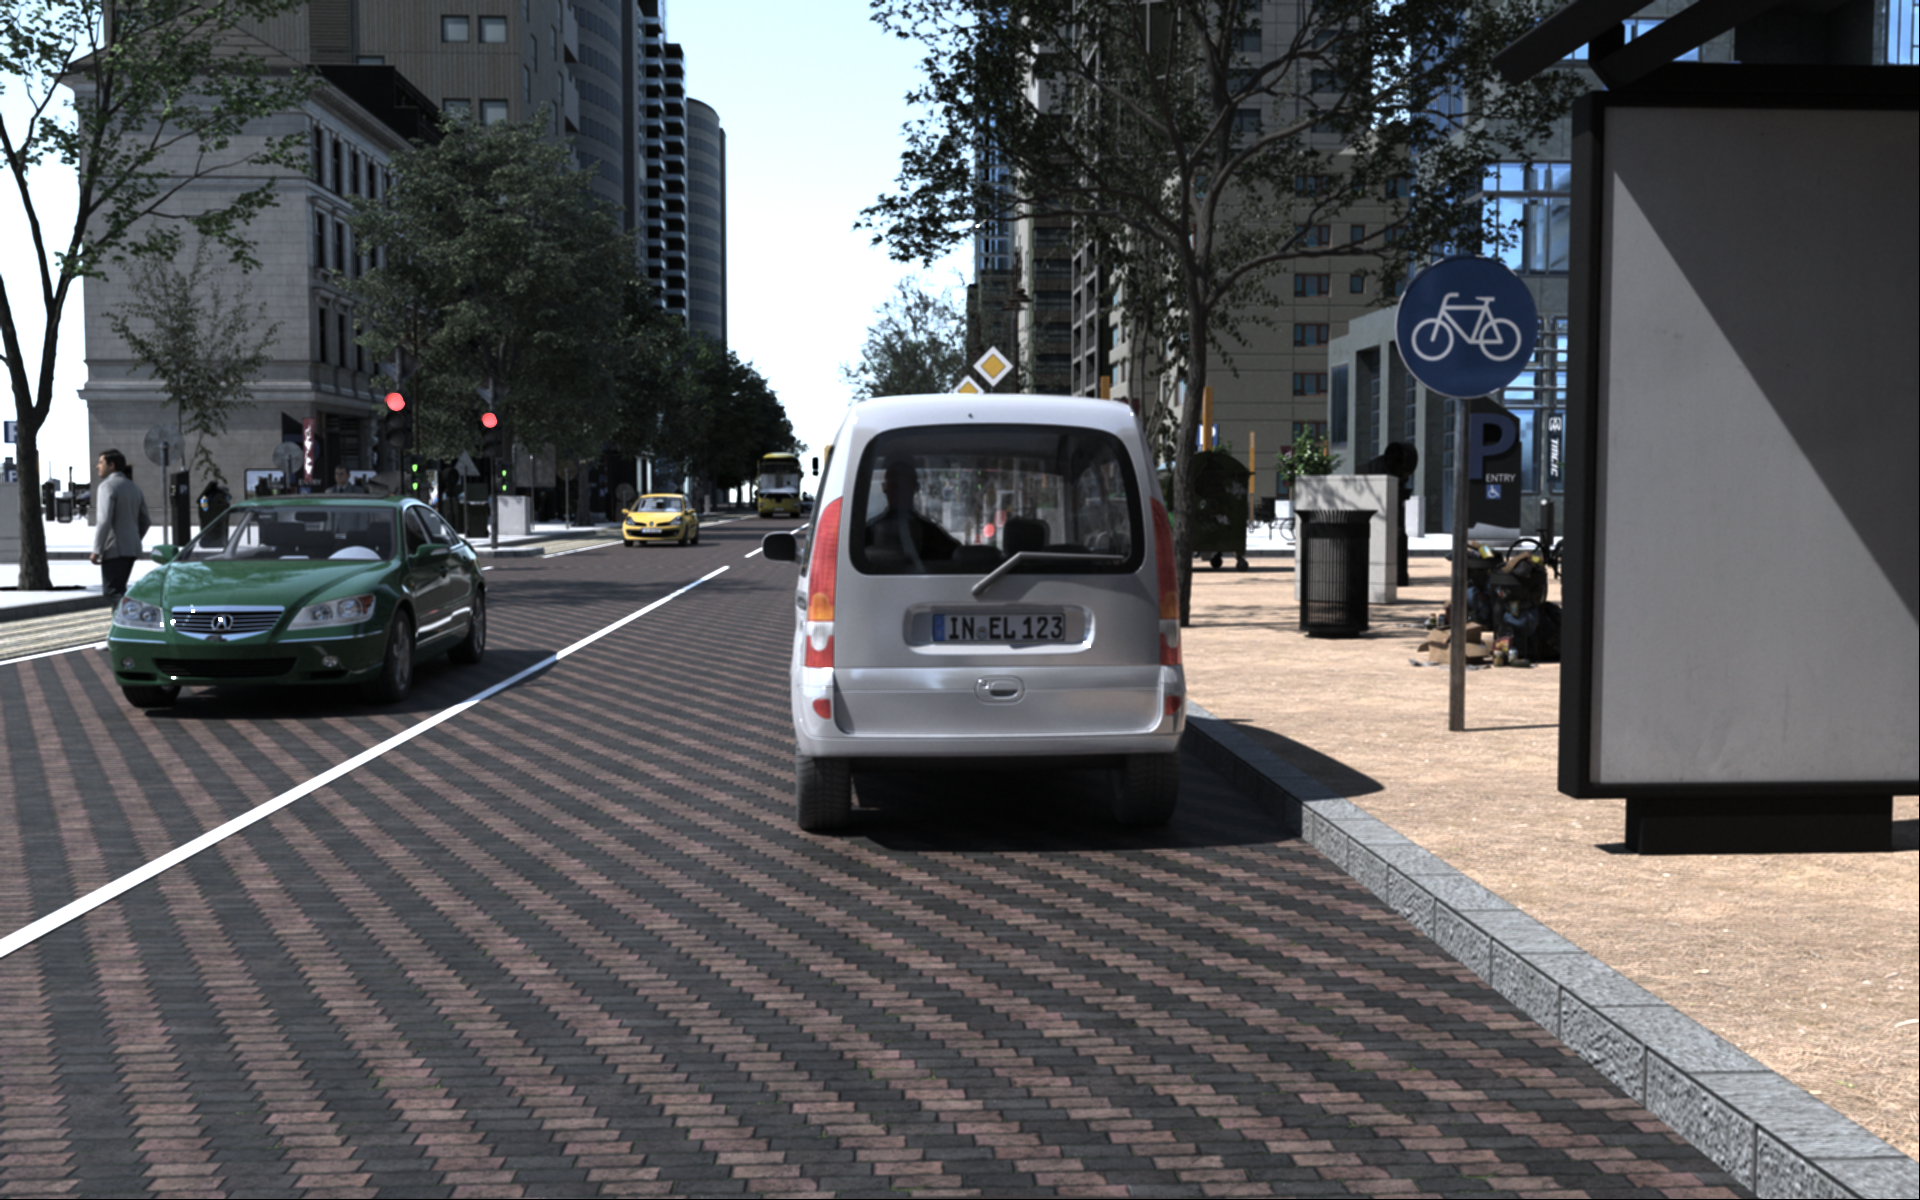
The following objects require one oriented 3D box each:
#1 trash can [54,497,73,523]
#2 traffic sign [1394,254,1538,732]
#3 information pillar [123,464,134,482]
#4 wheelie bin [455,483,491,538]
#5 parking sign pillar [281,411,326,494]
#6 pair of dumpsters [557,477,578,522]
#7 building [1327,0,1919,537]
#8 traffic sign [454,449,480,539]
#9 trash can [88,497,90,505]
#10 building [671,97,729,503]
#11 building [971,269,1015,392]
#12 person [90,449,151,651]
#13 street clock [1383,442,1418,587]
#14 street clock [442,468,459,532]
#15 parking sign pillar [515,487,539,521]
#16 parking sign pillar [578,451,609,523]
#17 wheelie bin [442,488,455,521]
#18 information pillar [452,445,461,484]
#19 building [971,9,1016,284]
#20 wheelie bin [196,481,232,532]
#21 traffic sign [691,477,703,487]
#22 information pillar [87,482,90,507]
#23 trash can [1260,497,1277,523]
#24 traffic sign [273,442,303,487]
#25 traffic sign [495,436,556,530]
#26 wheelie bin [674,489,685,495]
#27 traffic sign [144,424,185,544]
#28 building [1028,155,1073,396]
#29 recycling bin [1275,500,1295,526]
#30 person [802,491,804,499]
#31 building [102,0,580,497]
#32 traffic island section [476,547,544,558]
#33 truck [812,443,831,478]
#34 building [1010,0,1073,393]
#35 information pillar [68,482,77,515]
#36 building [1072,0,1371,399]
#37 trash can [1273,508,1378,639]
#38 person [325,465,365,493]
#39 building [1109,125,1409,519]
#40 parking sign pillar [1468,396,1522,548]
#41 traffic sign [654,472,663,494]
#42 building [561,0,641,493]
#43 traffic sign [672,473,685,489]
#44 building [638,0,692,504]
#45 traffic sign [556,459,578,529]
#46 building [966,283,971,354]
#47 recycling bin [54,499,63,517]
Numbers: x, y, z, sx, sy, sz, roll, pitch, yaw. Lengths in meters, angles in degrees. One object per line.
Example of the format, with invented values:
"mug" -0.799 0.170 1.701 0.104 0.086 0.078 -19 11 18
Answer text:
"trash can" -39.768 -3.990 76.897 0.748 1.137 0.748 0 3 0
"traffic sign" 2.691 -0.563 9.305 0.768 2.556 0.104 0 4 0
"information pillar" -20.388 -2.318 42.387 0.304 2.012 0.304 -3 4 -36
"wheelie bin" -14.130 -2.607 50.537 0.980 1.594 0.693 -1 4 -19
"parking sign pillar" -21.428 -4.166 56.590 1.447 3.967 1.447 -1 4 -22
"pair of dumpsters" -18.184 -4.903 82.657 1.574 2.255 4.437 0 4 -3
"building" 30.013 -45.777 61.118 31.000 86.520 22.319 0 4 -3
"traffic sign" -14.216 -3.044 49.768 0.884 2.594 0.081 0 4 4
"trash can" -45.155 -4.823 90.513 0.748 1.137 0.748 0 3 0
"building" -45.630 -43.502 253.249 21.231 58.520 28.212 0 4 -3
"building" 9.270 -27.621 223.300 14.160 30.474 14.107 0 4 -3
"person" -7.557 -0.451 15.721 0.795 1.843 0.661 1 4 9
"street clock" 6.090 -1.188 23.986 0.358 2.002 0.471 -2 4 -24
"street clock" -14.152 -2.666 48.163 0.358 2.002 0.471 2 4 24
"parking sign pillar" -20.949 -5.812 83.500 1.447 3.967 1.447 2 4 28
"parking sign pillar" -16.284 -5.386 76.536 1.447 3.967 1.447 2 4 33
"wheelie bin" -16.205 -2.918 55.625 0.693 1.594 0.980 1 4 21
"information pillar" -23.883 -5.555 82.183 0.183 3.616 0.504 2 4 26
"building" 10.550 -57.868 258.807 22.319 86.520 31.000 0 4 -3
"wheelie bin" -17.776 -2.044 41.327 0.693 1.594 0.980 -1 4 -10
"traffic sign" -17.236 -6.878 113.640 0.795 2.450 0.064 0 4 4
"information pillar" -55.128 -6.444 109.853 0.304 2.012 0.304 -3 5 -45
"trash can" 13.936 -4.074 78.265 0.748 1.137 0.748 0 3 0
"traffic sign" -16.357 -2.574 42.198 0.768 2.556 0.104 0 4 2
"traffic sign" -15.388 -4.109 61.052 2.265 3.308 0.079 0 4 1
"wheelie bin" -16.193 -5.612 99.667 0.693 1.594 0.980 -2 4 -28
"traffic sign" -14.501 -1.924 31.569 0.768 2.556 0.104 0 4 5
"building" 12.566 -22.930 146.610 14.160 30.474 14.107 0 4 -3
"recycling bin" 13.152 -3.490 69.614 0.722 1.027 0.722 -3 5 -44
"person" -21.257 -13.880 235.417 0.705 1.826 1.348 1 4 10
"building" -43.137 -32.872 126.690 28.713 52.752 27.495 0 4 -3
"traffic island section" -10.862 -1.105 40.344 2.009 0.180 2.903 0 4 -3
"truck" -3.807 -4.233 65.140 3.469 3.379 9.791 0 4 -5
"building" 19.833 -35.392 167.894 28.713 52.752 27.495 0 4 -3
"information pillar" -53.310 -6.086 103.994 0.304 2.012 0.304 1 4 14
"building" 17.550 -42.204 128.285 20.563 71.187 20.611 0 4 -3
"trash can" 3.363 -0.238 15.550 0.748 1.137 0.748 0 3 0
"person" -8.016 -0.843 22.383 0.694 1.812 0.767 0 4 5
"building" 24.654 -15.786 103.133 27.650 21.520 28.899 0 4 -3
"parking sign pillar" 12.840 -3.261 41.783 1.447 3.967 1.447 0 4 7
"traffic sign" -18.128 -6.307 103.121 0.884 2.594 0.081 0 4 3
"building" -40.995 -37.476 154.733 21.231 58.520 28.212 0 4 -3
"traffic sign" -16.628 -6.261 102.474 0.768 2.556 0.104 0 4 -1
"building" -45.576 -55.661 222.721 22.319 86.520 31.000 0 4 -3
"traffic sign" -14.303 -3.850 63.060 0.768 2.556 0.104 0 4 -2
"building" 7.731 -28.509 237.820 14.160 30.474 14.107 0 4 -3
"recycling bin" -50.944 -5.192 97.439 0.722 1.027 0.722 3 5 45
